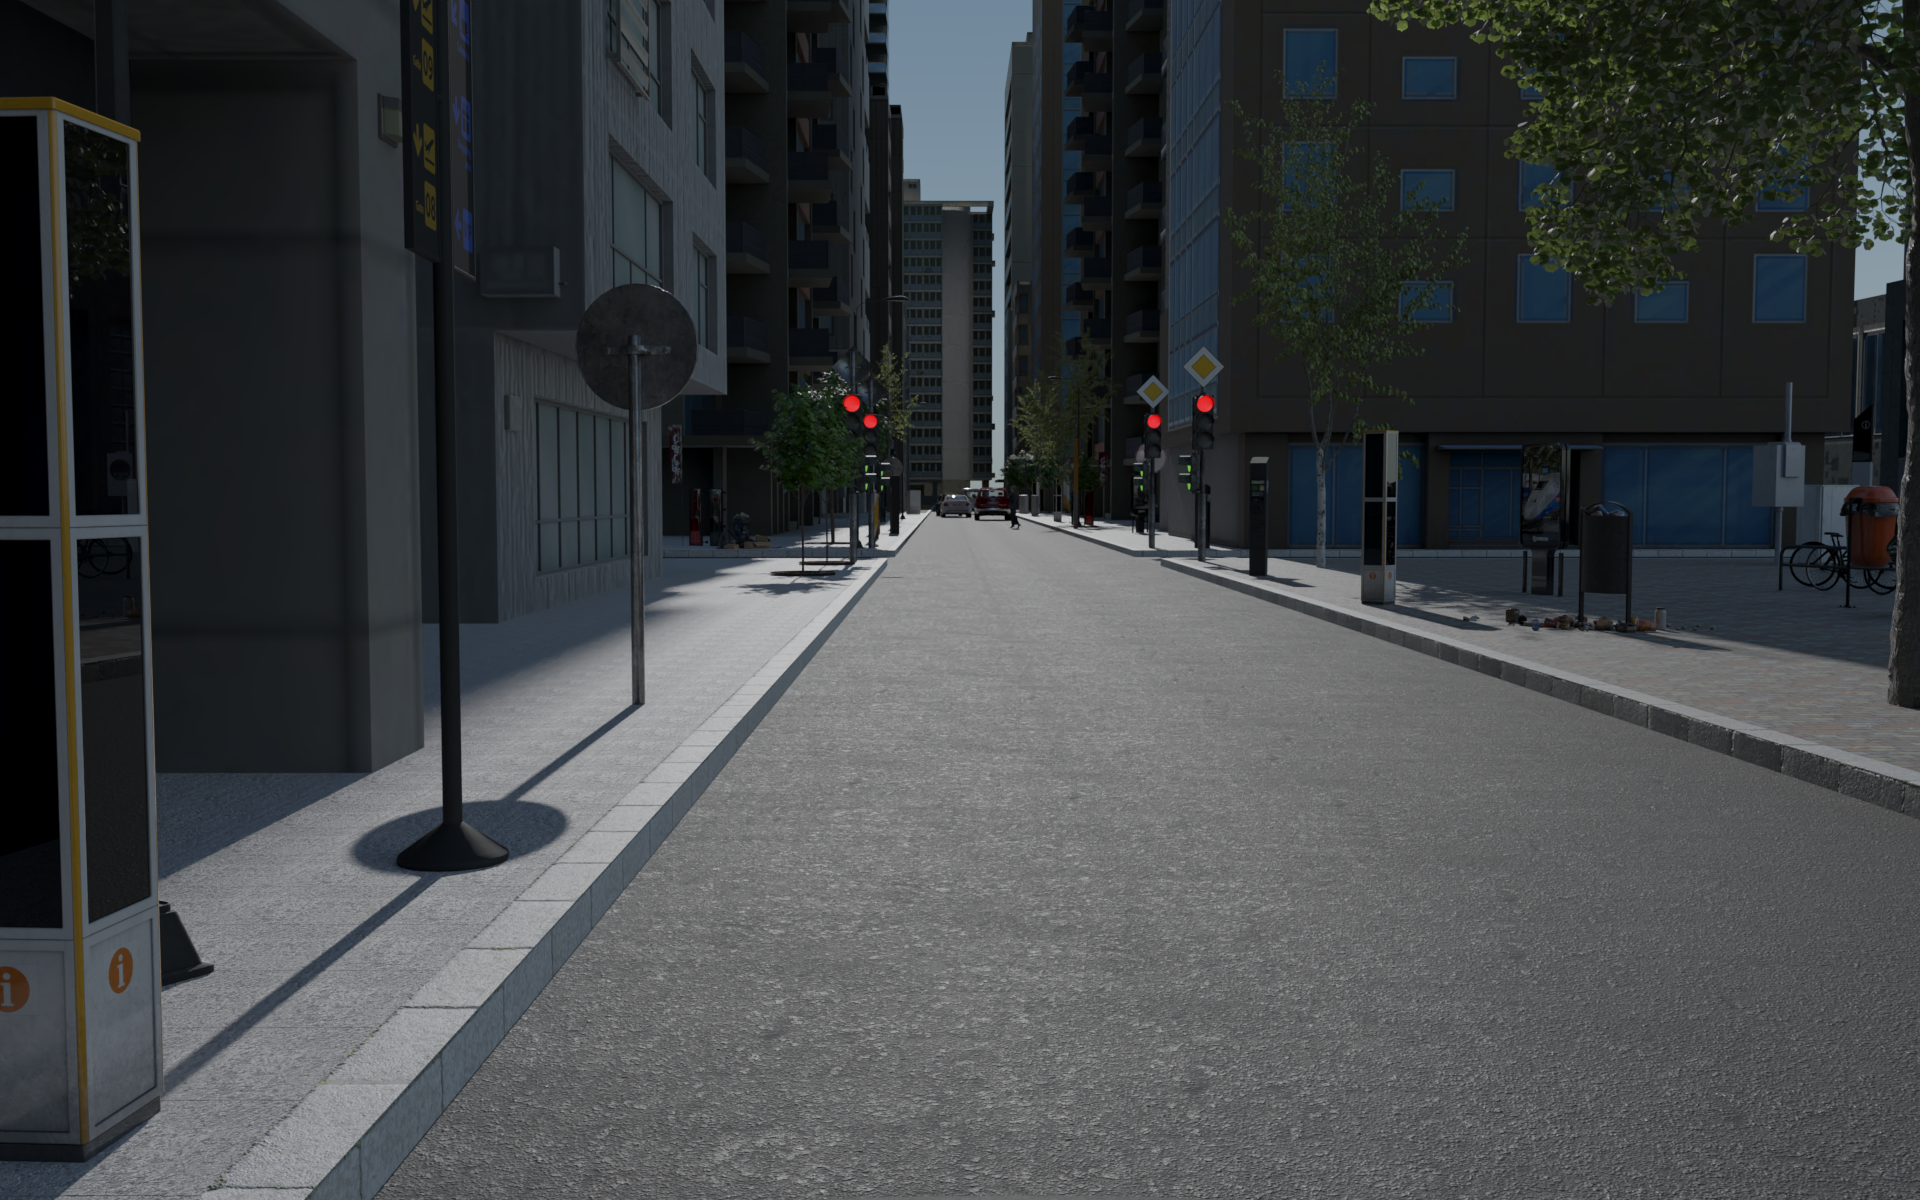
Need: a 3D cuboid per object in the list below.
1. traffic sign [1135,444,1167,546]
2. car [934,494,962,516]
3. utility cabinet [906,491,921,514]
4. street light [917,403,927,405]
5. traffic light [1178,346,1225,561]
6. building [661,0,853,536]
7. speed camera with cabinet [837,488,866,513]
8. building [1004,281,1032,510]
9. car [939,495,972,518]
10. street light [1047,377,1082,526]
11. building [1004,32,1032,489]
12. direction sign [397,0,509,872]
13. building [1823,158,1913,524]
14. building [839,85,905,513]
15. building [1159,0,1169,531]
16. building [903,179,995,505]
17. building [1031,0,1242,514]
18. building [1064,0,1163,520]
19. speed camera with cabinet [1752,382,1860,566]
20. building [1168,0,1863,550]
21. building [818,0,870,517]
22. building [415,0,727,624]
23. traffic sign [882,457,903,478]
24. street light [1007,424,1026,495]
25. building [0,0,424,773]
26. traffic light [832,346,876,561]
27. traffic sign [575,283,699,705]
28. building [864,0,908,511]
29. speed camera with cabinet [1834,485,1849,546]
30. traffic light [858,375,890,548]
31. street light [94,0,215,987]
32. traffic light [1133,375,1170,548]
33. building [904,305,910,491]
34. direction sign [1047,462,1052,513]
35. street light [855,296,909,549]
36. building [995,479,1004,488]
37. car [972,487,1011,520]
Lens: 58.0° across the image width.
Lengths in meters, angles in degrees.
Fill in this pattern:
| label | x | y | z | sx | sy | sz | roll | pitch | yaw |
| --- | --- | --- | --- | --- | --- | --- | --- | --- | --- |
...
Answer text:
| label | x | y | z | sx | sy | sz | roll | pitch | yaw |
| --- | --- | --- | --- | --- | --- | --- | --- | --- | --- |
| traffic sign | 4.655 | -2.583 | 42.340 | 0.768 | 2.556 | 0.104 | 0 | 4 | 1 |
| car | -0.696 | -6.344 | 113.505 | 2.009 | 1.686 | 4.222 | 0 | 4 | 0 |
| utility cabinet | -2.918 | -6.080 | 108.090 | 0.318 | 1.500 | 1.173 | 2 | 4 | 32 |
| street light | -2.376 | -7.063 | 88.025 | 1.470 | 5.913 | 1.316 | 0 | 4 | 0 |
| traffic light | 4.596 | -2.694 | 32.966 | 0.839 | 4.253 | 0.868 | 0 | 4 | 0 |
| building | -15.496 | -25.047 | 64.148 | 22.147 | 44.769 | 28.867 | 0 | 4 | 0 |
| speed camera with cabinet | -7.336 | -7.450 | 116.143 | 2.038 | 3.252 | 0.660 | 1 | 4 | 10 |
| building | 18.294 | -18.967 | 155.148 | 27.650 | 21.520 | 28.899 | 0 | 4 | 0 |
| car | -0.255 | -5.790 | 107.033 | 2.083 | 1.381 | 4.827 | 0 | 4 | -2 |
| street light | 4.156 | -5.874 | 68.585 | 1.470 | 5.913 | 1.316 | 0 | 4 | 0 |
| building | 15.590 | -33.994 | 179.505 | 21.300 | 48.544 | 21.600 | 0 | 4 | 0 |
| direction sign | -1.773 | -0.854 | 5.955 | 0.379 | 3.537 | 0.876 | 0 | 4 | -3 |
| building | 43.767 | -45.032 | 48.945 | 31.000 | 86.520 | 22.319 | 0 | 4 | 0 |
| building | -11.162 | -21.481 | 122.908 | 14.160 | 30.474 | 14.107 | 0 | 4 | 0 |
| building | 14.180 | -17.845 | 63.470 | 14.160 | 30.474 | 14.107 | 0 | 4 | 0 |
| building | -7.674 | -32.069 | 216.210 | 23.993 | 40.220 | 32.217 | 0 | 4 | 0 |
| building | 12.746 | -29.506 | 132.537 | 14.600 | 45.320 | 14.200 | 0 | 4 | 0 |
| building | 17.010 | -26.781 | 92.490 | 22.147 | 44.769 | 28.867 | 0 | 4 | 0 |
| speed camera with cabinet | 15.262 | -2.255 | 31.203 | 2.038 | 3.252 | 0.660 | -1 | 4 | -21 |
| building | 13.207 | -24.166 | 45.230 | 14.200 | 45.320 | 14.600 | 0 | 4 | 0 |
| building | -19.123 | -31.239 | 99.990 | 28.713 | 52.752 | 27.495 | 0 | 4 | 0 |
| building | -10.603 | -20.737 | 22.646 | 14.086 | 41.232 | 14.154 | 0 | 4 | 0 |
| traffic sign | -2.347 | -3.639 | 59.601 | 0.768 | 2.556 | 0.104 | 0 | 4 | 0 |
| street light | 3.815 | -8.702 | 114.823 | 1.470 | 5.913 | 1.316 | 0 | 4 | 0 |
| building | -12.875 | -34.479 | 1.990 | 20.563 | 71.187 | 20.611 | 0 | 4 | 0 |
| traffic light | -2.015 | -2.690 | 32.896 | 0.839 | 4.253 | 0.868 | 0 | 4 | 0 |
| traffic sign | -1.964 | -0.636 | 10.501 | 0.768 | 2.556 | 0.104 | 0 | 4 | 7 |
| building | -15.473 | -50.834 | 143.814 | 22.319 | 86.520 | 31.000 | 0 | 4 | 0 |
| speed camera with cabinet | 22.431 | -2.908 | 41.878 | 2.038 | 3.252 | 0.660 | 0 | 4 | 4 |
| traffic light | -2.079 | -3.178 | 40.881 | 0.839 | 4.253 | 0.868 | 0 | 4 | 0 |
| street light | -1.643 | -1.950 | 4.423 | 1.470 | 5.913 | 1.316 | 0 | 4 | 0 |
| traffic light | 4.532 | -3.182 | 40.950 | 0.839 | 4.253 | 0.868 | 0 | 4 | 0 |
| building | -19.919 | -20.348 | 177.722 | 28.899 | 21.520 | 27.650 | 0 | 4 | 0 |
| direction sign | 6.010 | -7.580 | 115.935 | 0.379 | 3.537 | 0.876 | 0 | 4 | 2 |
| street light | -1.901 | -4.173 | 40.774 | 1.470 | 5.913 | 1.316 | 0 | 4 | 0 |
| building | 18.799 | -34.026 | 210.941 | 28.867 | 44.769 | 22.147 | 0 | 4 | 0 |
| car | 1.800 | -5.353 | 96.199 | 2.281 | 1.827 | 5.304 | 0 | 4 | 0 |
